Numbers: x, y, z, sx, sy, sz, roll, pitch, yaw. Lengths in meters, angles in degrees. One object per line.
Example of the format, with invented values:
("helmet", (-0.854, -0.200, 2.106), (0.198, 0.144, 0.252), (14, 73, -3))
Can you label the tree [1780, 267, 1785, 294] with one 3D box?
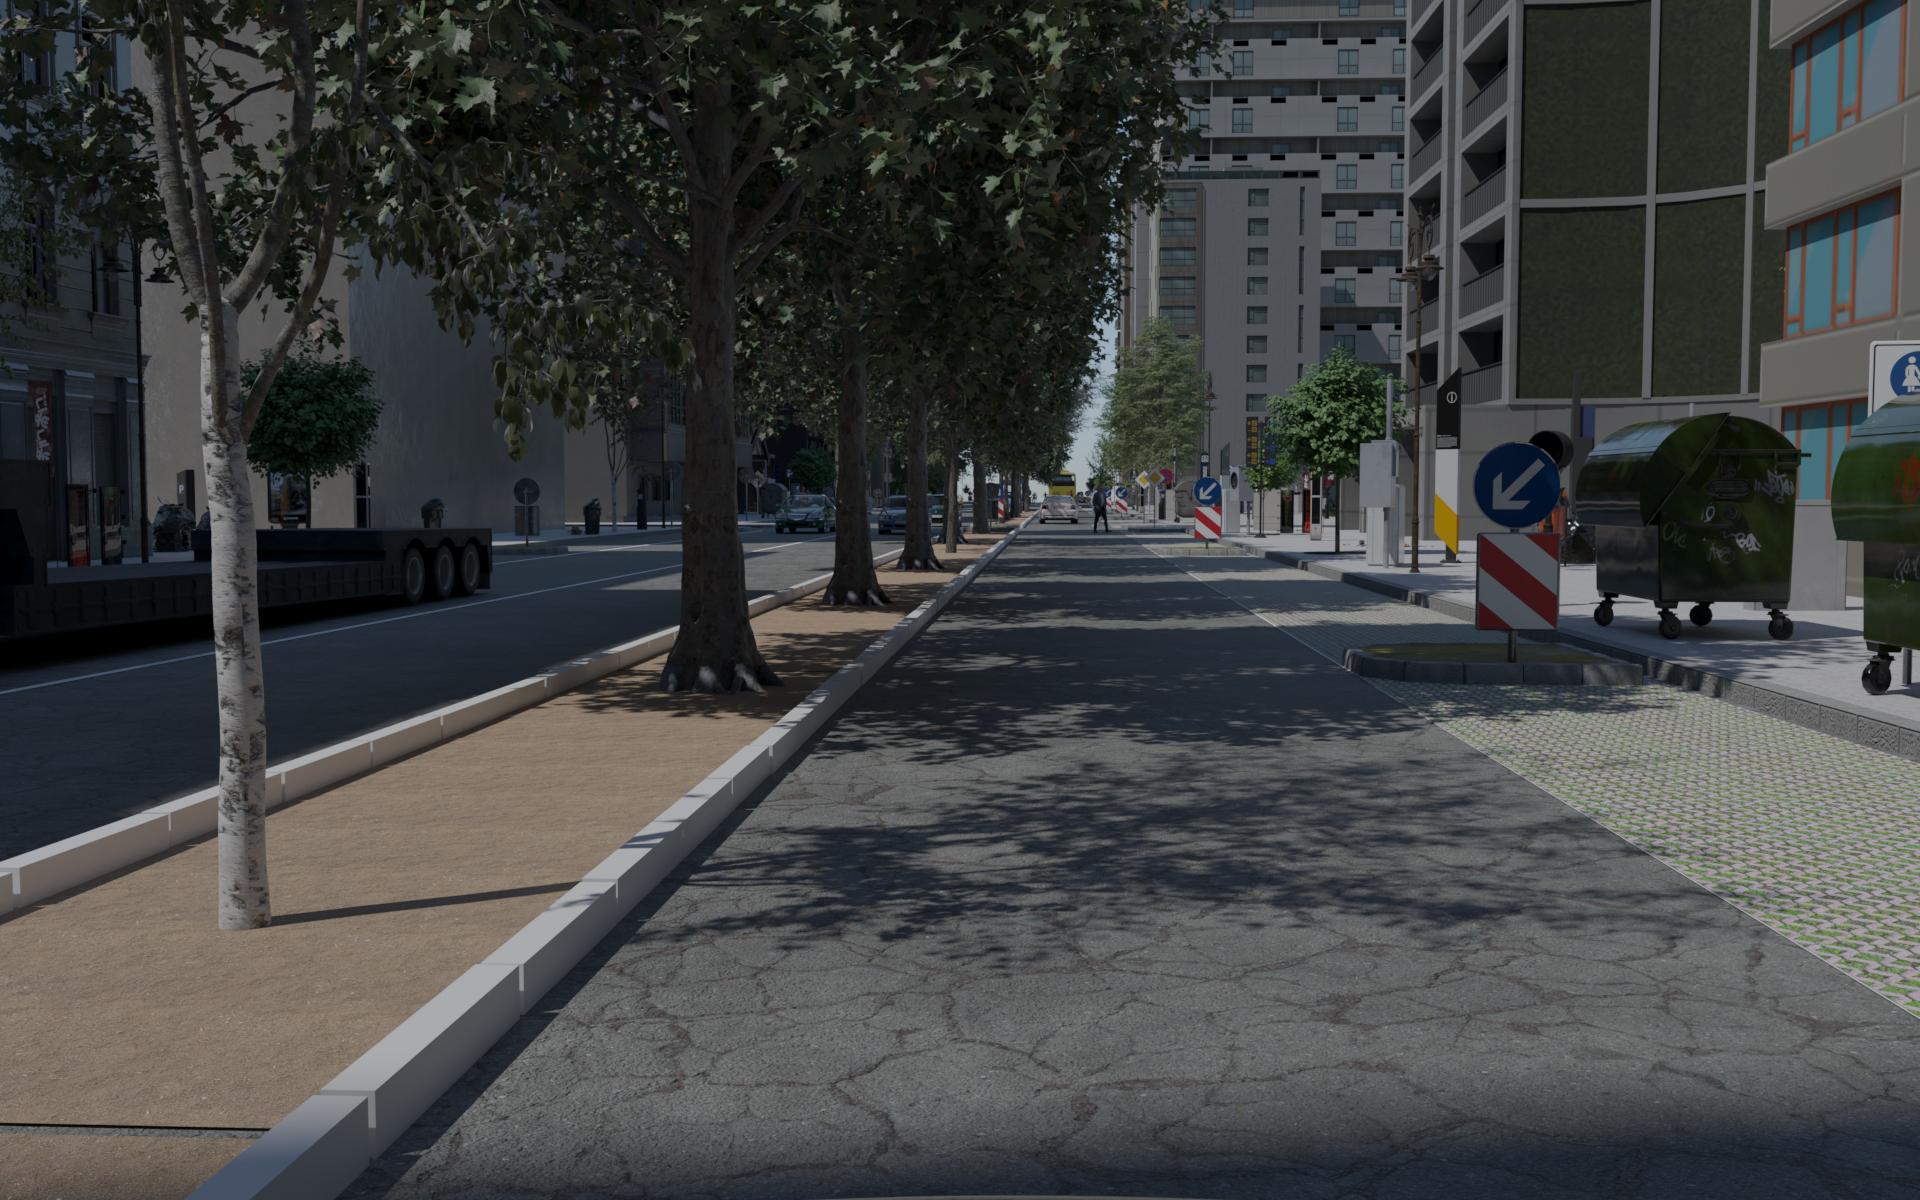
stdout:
("tree", (17.716, -4.992, 31.981), (4.737, 8.622, 4.395), (0, 3, 0))

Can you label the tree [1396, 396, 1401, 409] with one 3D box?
("tree", (32.282, -10.764, 126.347), (4.360, 8.622, 3.978), (0, 3, 0))

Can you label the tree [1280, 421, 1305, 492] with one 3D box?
("tree", (28.439, -11.902, 144.958), (4.360, 8.622, 3.978), (0, 3, 0))

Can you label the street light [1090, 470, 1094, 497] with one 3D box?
("street light", (23.162, -20.460, 307.301), (0.468, 5.910, 1.993), (0, 4, 3))

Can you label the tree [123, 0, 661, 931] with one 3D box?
("tree", (-2.360, -3.205, 5.222), (4.360, 8.622, 3.978), (0, 3, 0))

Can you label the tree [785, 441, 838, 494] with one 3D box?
("tree", (-9.134, -7.580, 107.654), (4.285, 4.588, 4.351), (0, 3, 0))

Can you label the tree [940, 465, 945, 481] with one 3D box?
("tree", (-2.059, -18.087, 246.081), (4.360, 8.622, 3.978), (0, 3, 0))

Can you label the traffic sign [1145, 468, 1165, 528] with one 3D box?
("traffic sign", (7.346, -3.775, 65.360), (0.795, 2.450, 0.064), (0, 4, 3))

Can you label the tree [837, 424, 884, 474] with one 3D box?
("tree", (-7.729, -11.144, 132.568), (4.737, 8.622, 4.395), (0, 3, 0))

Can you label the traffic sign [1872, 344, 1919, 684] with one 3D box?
("traffic sign", (6.396, -0.581, 11.629), (0.606, 2.300, 0.079), (1, 4, 10))

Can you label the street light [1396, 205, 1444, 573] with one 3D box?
("street light", (7.403, -3.378, 28.018), (0.468, 5.910, 1.993), (0, 4, 3))

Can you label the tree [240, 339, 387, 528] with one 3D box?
("tree", (-13.251, -3.134, 34.947), (4.285, 4.588, 4.351), (0, 3, 0))

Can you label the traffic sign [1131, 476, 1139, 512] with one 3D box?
("traffic sign", (12.387, -7.420, 121.416), (0.768, 2.556, 0.104), (1, 4, 9))

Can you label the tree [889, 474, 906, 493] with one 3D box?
("tree", (-5.812, -10.334, 163.564), (1.663, 3.219, 1.824), (0, 3, 0))

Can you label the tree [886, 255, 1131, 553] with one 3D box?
("tree", (-0.257, -6.382, 41.223), (8.767, 10.594, 7.601), (0, 4, 3))

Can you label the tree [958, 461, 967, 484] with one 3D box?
("tree", (-0.856, -19.062, 262.024), (4.737, 8.622, 4.395), (0, 3, 0))

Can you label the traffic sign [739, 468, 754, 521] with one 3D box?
("traffic sign", (-10.275, -5.088, 83.299), (0.768, 2.556, 0.104), (1, 4, 10))

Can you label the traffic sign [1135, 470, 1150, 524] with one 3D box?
("traffic sign", (7.796, -4.262, 73.333), (0.795, 2.450, 0.064), (0, 4, 3))

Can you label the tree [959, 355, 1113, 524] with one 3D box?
("tree", (2.500, -11.073, 93.870), (12.009, 13.543, 11.850), (0, 3, 0))

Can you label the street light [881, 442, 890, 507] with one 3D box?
("street light", (-6.520, -10.745, 148.468), (0.468, 5.910, 1.993), (0, 4, 3))

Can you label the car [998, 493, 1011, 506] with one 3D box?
("car", (4.738, -10.459, 180.593), (1.945, 1.707, 3.694), (0, 4, 5))

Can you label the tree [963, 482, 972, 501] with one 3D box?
("tree", (1.067, -17.758, 284.946), (1.663, 3.219, 1.824), (0, 3, 0))

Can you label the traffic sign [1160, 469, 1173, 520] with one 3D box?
("traffic sign", (10.308, -5.312, 86.949), (0.768, 2.556, 0.104), (1, 4, 10))

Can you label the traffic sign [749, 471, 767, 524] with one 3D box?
("traffic sign", (-8.671, -4.320, 74.279), (0.795, 2.450, 0.064), (0, 4, 3))

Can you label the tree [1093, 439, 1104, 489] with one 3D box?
("tree", (14.796, -12.039, 147.199), (4.737, 8.622, 4.395), (0, 3, 0))

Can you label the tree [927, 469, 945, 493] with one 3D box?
("tree", (-3.510, -14.010, 212.775), (4.285, 4.588, 4.351), (0, 3, 0))

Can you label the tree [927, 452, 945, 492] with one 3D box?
("tree", (-3.805, -15.045, 196.344), (4.737, 8.622, 4.395), (0, 3, 0))

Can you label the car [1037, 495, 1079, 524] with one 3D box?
("car", (4.792, -4.411, 84.487), (2.083, 1.381, 4.827), (0, 4, 2))

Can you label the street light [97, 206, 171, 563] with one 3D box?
("street light", (-13.334, -3.388, 28.175), (0.468, 5.910, 1.993), (0, 4, 3))

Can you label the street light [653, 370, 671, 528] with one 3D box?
("street light", (-11.111, -5.627, 64.788), (0.468, 5.910, 1.993), (0, 4, 3))

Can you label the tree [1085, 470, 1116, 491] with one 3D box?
("tree", (20.885, -17.061, 262.656), (4.285, 4.588, 4.351), (0, 3, 0))

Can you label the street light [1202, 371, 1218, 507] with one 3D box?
("street light", (9.332, -5.631, 64.847), (0.468, 5.910, 1.993), (0, 4, 3))

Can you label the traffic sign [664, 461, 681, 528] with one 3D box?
("traffic sign", (-11.047, -4.048, 66.283), (0.768, 2.556, 0.104), (1, 4, 9))

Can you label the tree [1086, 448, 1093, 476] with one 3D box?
("tree", (14.589, -12.735, 158.575), (4.737, 8.622, 4.395), (0, 3, 0))

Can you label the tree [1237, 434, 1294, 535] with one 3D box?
("tree", (9.490, -3.633, 54.006), (1.663, 3.219, 1.824), (0, 3, 0))

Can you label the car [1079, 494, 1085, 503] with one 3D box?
("car", (19.052, -16.164, 274.503), (2.015, 1.641, 3.980), (0, 4, 2))

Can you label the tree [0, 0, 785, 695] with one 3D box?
("tree", (-1.820, -5.678, 12.304), (9.611, 12.733, 9.660), (0, 3, 0))

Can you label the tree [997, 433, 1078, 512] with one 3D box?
("tree", (5.343, -13.140, 135.431), (7.486, 12.596, 7.792), (0, 3, 0))

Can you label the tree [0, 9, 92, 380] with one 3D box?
("tree", (-13.996, -4.453, 23.165), (4.737, 8.622, 4.395), (0, 3, 0))

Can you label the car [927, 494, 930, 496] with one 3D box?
("car", (-3.367, -9.600, 165.748), (1.959, 1.807, 4.718), (0, 4, 4))

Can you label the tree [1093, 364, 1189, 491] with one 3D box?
("tree", (14.146, -12.883, 136.388), (9.928, 11.665, 9.643), (0, 3, 0))

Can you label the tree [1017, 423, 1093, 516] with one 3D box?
("tree", (3.688, -11.402, 114.634), (9.928, 11.665, 9.643), (0, 3, 0))

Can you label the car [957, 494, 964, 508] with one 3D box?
("car", (-0.530, -9.857, 171.393), (2.015, 1.641, 3.980), (0, 4, 3))

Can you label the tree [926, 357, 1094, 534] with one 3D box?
("tree", (0.766, -9.327, 61.601), (9.857, 13.997, 8.962), (0, 3, 0))

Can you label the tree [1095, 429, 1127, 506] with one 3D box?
("tree", (16.134, -14.086, 180.665), (4.360, 8.622, 3.978), (0, 3, 0))

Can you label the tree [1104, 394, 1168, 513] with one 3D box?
("tree", (12.803, -10.261, 118.133), (4.737, 8.622, 4.395), (0, 3, 0))

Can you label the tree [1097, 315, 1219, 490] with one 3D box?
("tree", (12.666, -11.771, 110.575), (7.486, 12.596, 7.792), (0, 3, 0))

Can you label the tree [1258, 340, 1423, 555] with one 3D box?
("tree", (8.196, -3.264, 37.078), (4.285, 4.588, 4.351), (0, 3, 0))

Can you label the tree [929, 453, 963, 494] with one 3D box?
("tree", (-2.406, -18.865, 226.575), (7.486, 12.596, 7.792), (0, 3, 0))
